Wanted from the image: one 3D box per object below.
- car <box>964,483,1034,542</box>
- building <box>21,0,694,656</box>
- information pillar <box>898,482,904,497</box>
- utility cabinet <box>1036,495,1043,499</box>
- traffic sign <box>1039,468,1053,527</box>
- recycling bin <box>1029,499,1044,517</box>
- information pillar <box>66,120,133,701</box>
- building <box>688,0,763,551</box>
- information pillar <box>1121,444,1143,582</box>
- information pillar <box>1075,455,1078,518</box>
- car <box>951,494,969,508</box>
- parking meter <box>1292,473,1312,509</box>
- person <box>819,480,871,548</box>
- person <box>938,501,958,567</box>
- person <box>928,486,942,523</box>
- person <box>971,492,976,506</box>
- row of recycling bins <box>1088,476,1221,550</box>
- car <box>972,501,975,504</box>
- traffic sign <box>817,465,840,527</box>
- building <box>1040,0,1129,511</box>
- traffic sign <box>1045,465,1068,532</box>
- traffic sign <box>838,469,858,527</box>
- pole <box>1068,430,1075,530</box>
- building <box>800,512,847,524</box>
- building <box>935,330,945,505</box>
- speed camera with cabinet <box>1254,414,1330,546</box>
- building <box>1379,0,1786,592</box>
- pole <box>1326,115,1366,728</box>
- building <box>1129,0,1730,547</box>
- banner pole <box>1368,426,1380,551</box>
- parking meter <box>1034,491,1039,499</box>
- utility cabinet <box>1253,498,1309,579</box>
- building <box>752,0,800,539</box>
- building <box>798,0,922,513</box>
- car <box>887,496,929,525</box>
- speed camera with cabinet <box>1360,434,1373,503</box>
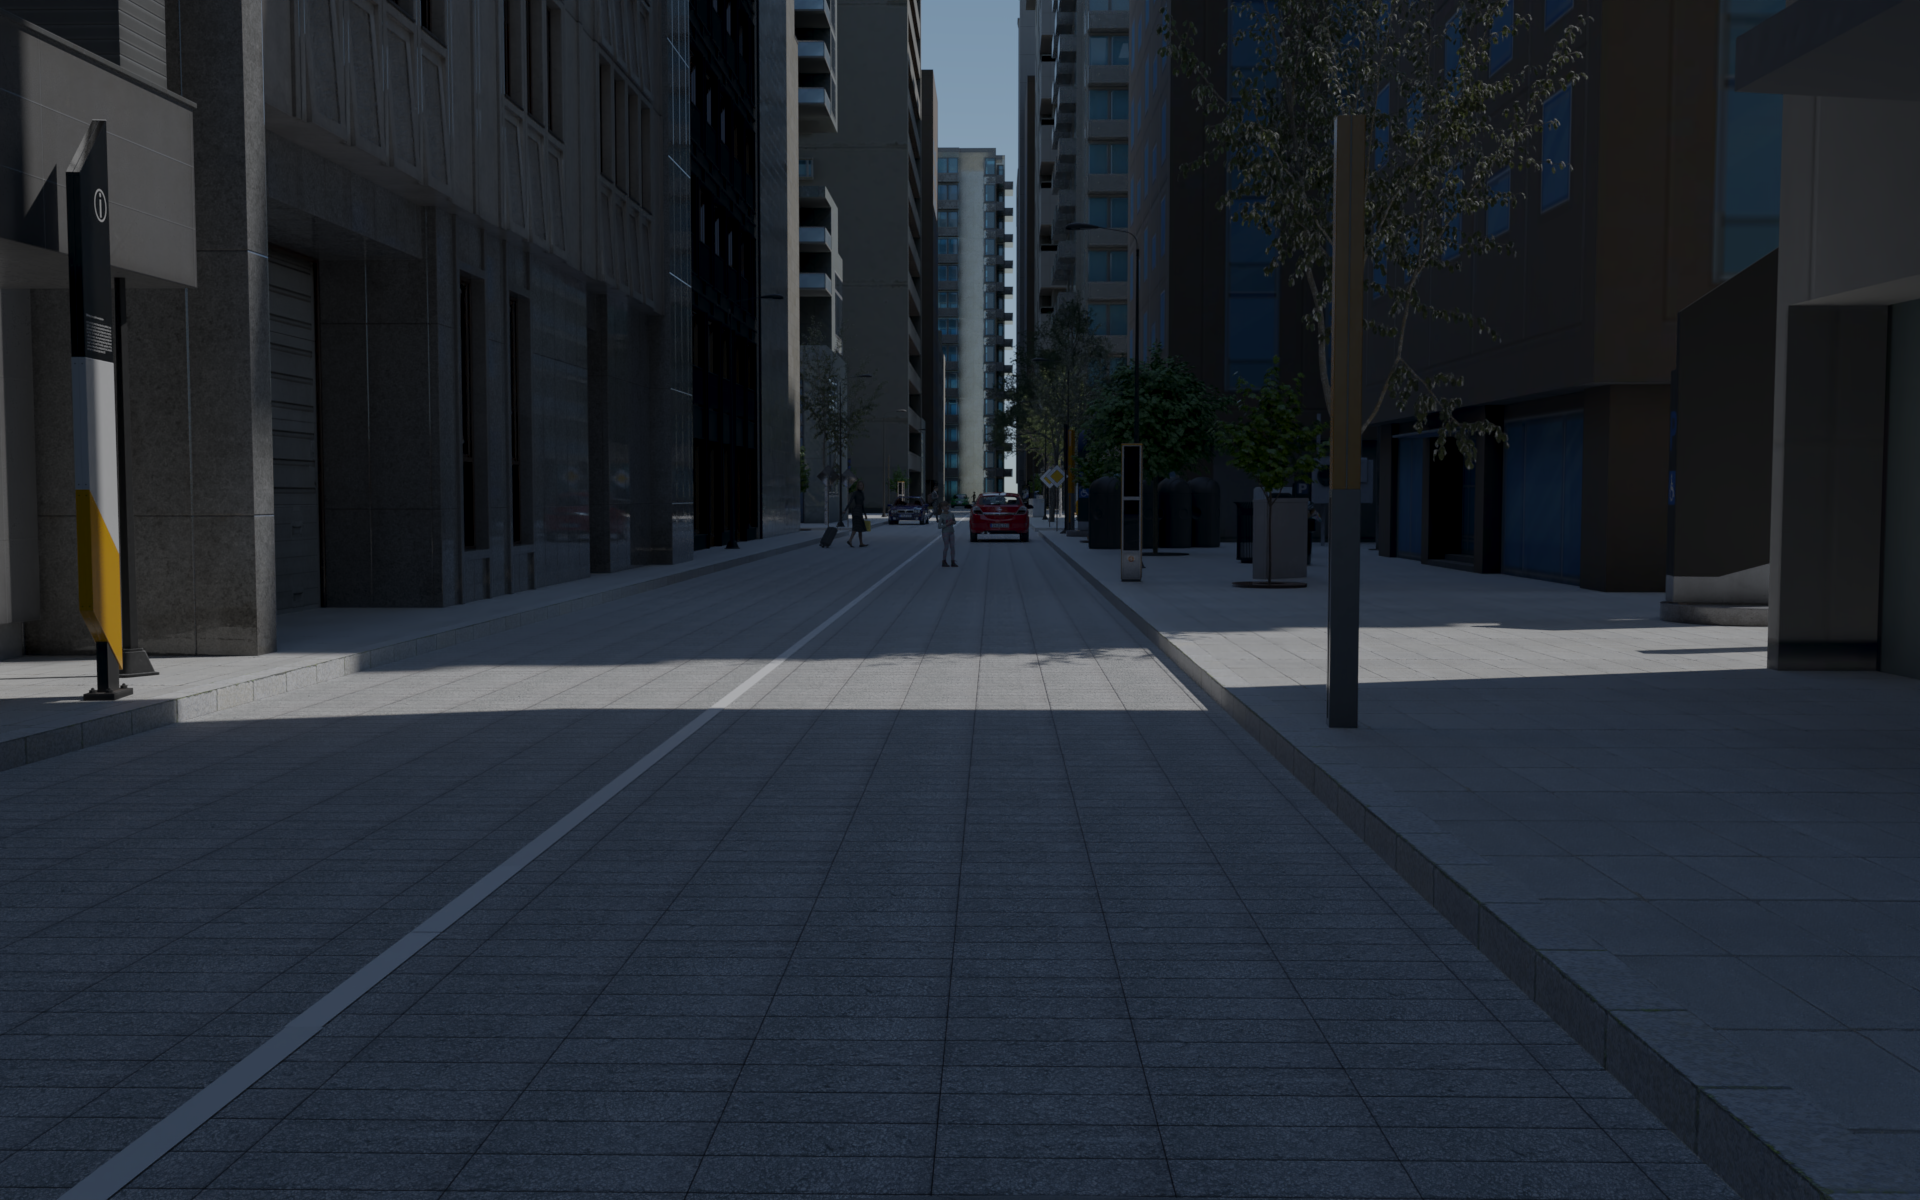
[{"bbox_3d":[1.196,-2.696,53.119,2.155,1.783,4.494,0,4,1],"label":"car"},{"bbox_3d":[-11.363,-12.536,22.994,12.078,24.808,19.932,0,4,1],"label":"building"},{"bbox_3d":[-3.529,-6.063,103.621,0.304,2.012,0.304,1,4,16],"label":"information pillar"},{"bbox_3d":[5.124,-6.118,111.195,0.306,1.237,1.020,0,4,-6],"label":"utility cabinet"},{"bbox_3d":[3.481,-3.892,67.279,0.795,2.450,0.064,0,4,1],"label":"traffic sign"},{"bbox_3d":[4.239,-5.069,95.430,0.722,1.027,0.722,-1,4,-17],"label":"recycling bin"},{"bbox_3d":[-5.354,-1.185,10.722,0.183,3.616,0.504,0,4,-7],"label":"information pillar"},{"bbox_3d":[-11.929,-12.919,40.902,12.332,23.373,15.834,0,4,1],"label":"building"},{"bbox_3d":[2.518,-1.277,25.369,0.304,2.012,0.304,1,4,8],"label":"information pillar"},{"bbox_3d":[6.381,-6.145,91.827,0.504,3.616,0.183,0,4,-7],"label":"information pillar"},{"bbox_3d":[0.022,-10.286,176.972,1.959,1.807,4.718,0,4,2],"label":"car"},{"bbox_3d":[7.013,-1.826,35.567,0.399,1.863,0.255,1,4,10],"label":"parking meter"},{"bbox_3d":[-3.061,-2.310,46.479,1.509,1.804,0.699,-2,4,-26],"label":"person"},{"bbox_3d":[-0.214,-1.300,34.039,0.394,1.301,0.425,3,5,41],"label":"person"},{"bbox_3d":[-1.287,-4.798,86.912,0.822,1.834,0.622,0,4,-2],"label":"person"},{"bbox_3d":[1.610,-12.084,206.904,0.721,1.723,1.217,2,4,28],"label":"person"},{"bbox_3d":[4.672,-2.075,41.043,3.534,1.692,1.069,-2,4,-28],"label":"row of recycling bins"},{"bbox_3d":[1.669,-4.938,92.534,2.131,1.459,4.920,0,4,3],"label":"car"},{"bbox_3d":[-4.523,-3.415,59.474,0.795,2.450,0.064,0,4,1],"label":"traffic sign"},{"bbox_3d":[18.044,-30.986,126.236,23.786,49.044,30.456,0,4,1],"label":"building"},{"bbox_3d":[3.319,-3.404,59.296,0.795,2.450,0.064,0,4,1],"label":"traffic sign"},{"bbox_3d":[-4.361,-3.903,67.458,0.795,2.450,0.064,0,4,1],"label":"traffic sign"},{"bbox_3d":[3.539,-3.741,55.007,0.158,3.312,0.155,0,3,0],"label":"pole"},{"bbox_3d":[-16.626,-47.443,88.361,22.319,86.520,31.000,0,4,1],"label":"building"},{"bbox_3d":[-16.607,-22.055,205.634,28.899,21.520,27.650,0,4,1],"label":"building"},{"bbox_3d":[8.224,-2.936,42.334,2.038,3.252,0.660,-1,4,-16],"label":"speed camera with cabinet"},{"bbox_3d":[15.103,-23.098,27.759,14.600,45.320,14.200,0,4,1],"label":"building"},{"bbox_3d":[2.110,-0.956,9.472,0.158,3.312,0.155,0,3,0],"label":"pole"},{"bbox_3d":[12.476,-24.520,51.015,14.600,45.320,14.200,0,4,1],"label":"building"},{"bbox_3d":[9.664,-3.011,39.246,0.401,3.779,0.863,-3,4,-36],"label":"banner pole"},{"bbox_3d":[5.917,-7.655,133.568,0.372,1.533,0.369,0,3,0],"label":"parking meter"},{"bbox_3d":[4.883,-0.934,26.429,1.020,1.237,0.306,-3,5,-42],"label":"utility cabinet"},{"bbox_3d":[-13.981,-12.171,53.748,16.860,20.320,10.420,0,4,1],"label":"building"},{"bbox_3d":[-13.849,-30.581,123.708,21.300,48.544,21.600,0,4,1],"label":"building"},{"bbox_3d":[-2.413,-4.232,81.769,1.945,1.354,3.894,0,4,3],"label":"car"},{"bbox_3d":[10.837,-3.042,44.073,2.038,3.252,0.660,0,4,6],"label":"speed camera with cabinet"}]
